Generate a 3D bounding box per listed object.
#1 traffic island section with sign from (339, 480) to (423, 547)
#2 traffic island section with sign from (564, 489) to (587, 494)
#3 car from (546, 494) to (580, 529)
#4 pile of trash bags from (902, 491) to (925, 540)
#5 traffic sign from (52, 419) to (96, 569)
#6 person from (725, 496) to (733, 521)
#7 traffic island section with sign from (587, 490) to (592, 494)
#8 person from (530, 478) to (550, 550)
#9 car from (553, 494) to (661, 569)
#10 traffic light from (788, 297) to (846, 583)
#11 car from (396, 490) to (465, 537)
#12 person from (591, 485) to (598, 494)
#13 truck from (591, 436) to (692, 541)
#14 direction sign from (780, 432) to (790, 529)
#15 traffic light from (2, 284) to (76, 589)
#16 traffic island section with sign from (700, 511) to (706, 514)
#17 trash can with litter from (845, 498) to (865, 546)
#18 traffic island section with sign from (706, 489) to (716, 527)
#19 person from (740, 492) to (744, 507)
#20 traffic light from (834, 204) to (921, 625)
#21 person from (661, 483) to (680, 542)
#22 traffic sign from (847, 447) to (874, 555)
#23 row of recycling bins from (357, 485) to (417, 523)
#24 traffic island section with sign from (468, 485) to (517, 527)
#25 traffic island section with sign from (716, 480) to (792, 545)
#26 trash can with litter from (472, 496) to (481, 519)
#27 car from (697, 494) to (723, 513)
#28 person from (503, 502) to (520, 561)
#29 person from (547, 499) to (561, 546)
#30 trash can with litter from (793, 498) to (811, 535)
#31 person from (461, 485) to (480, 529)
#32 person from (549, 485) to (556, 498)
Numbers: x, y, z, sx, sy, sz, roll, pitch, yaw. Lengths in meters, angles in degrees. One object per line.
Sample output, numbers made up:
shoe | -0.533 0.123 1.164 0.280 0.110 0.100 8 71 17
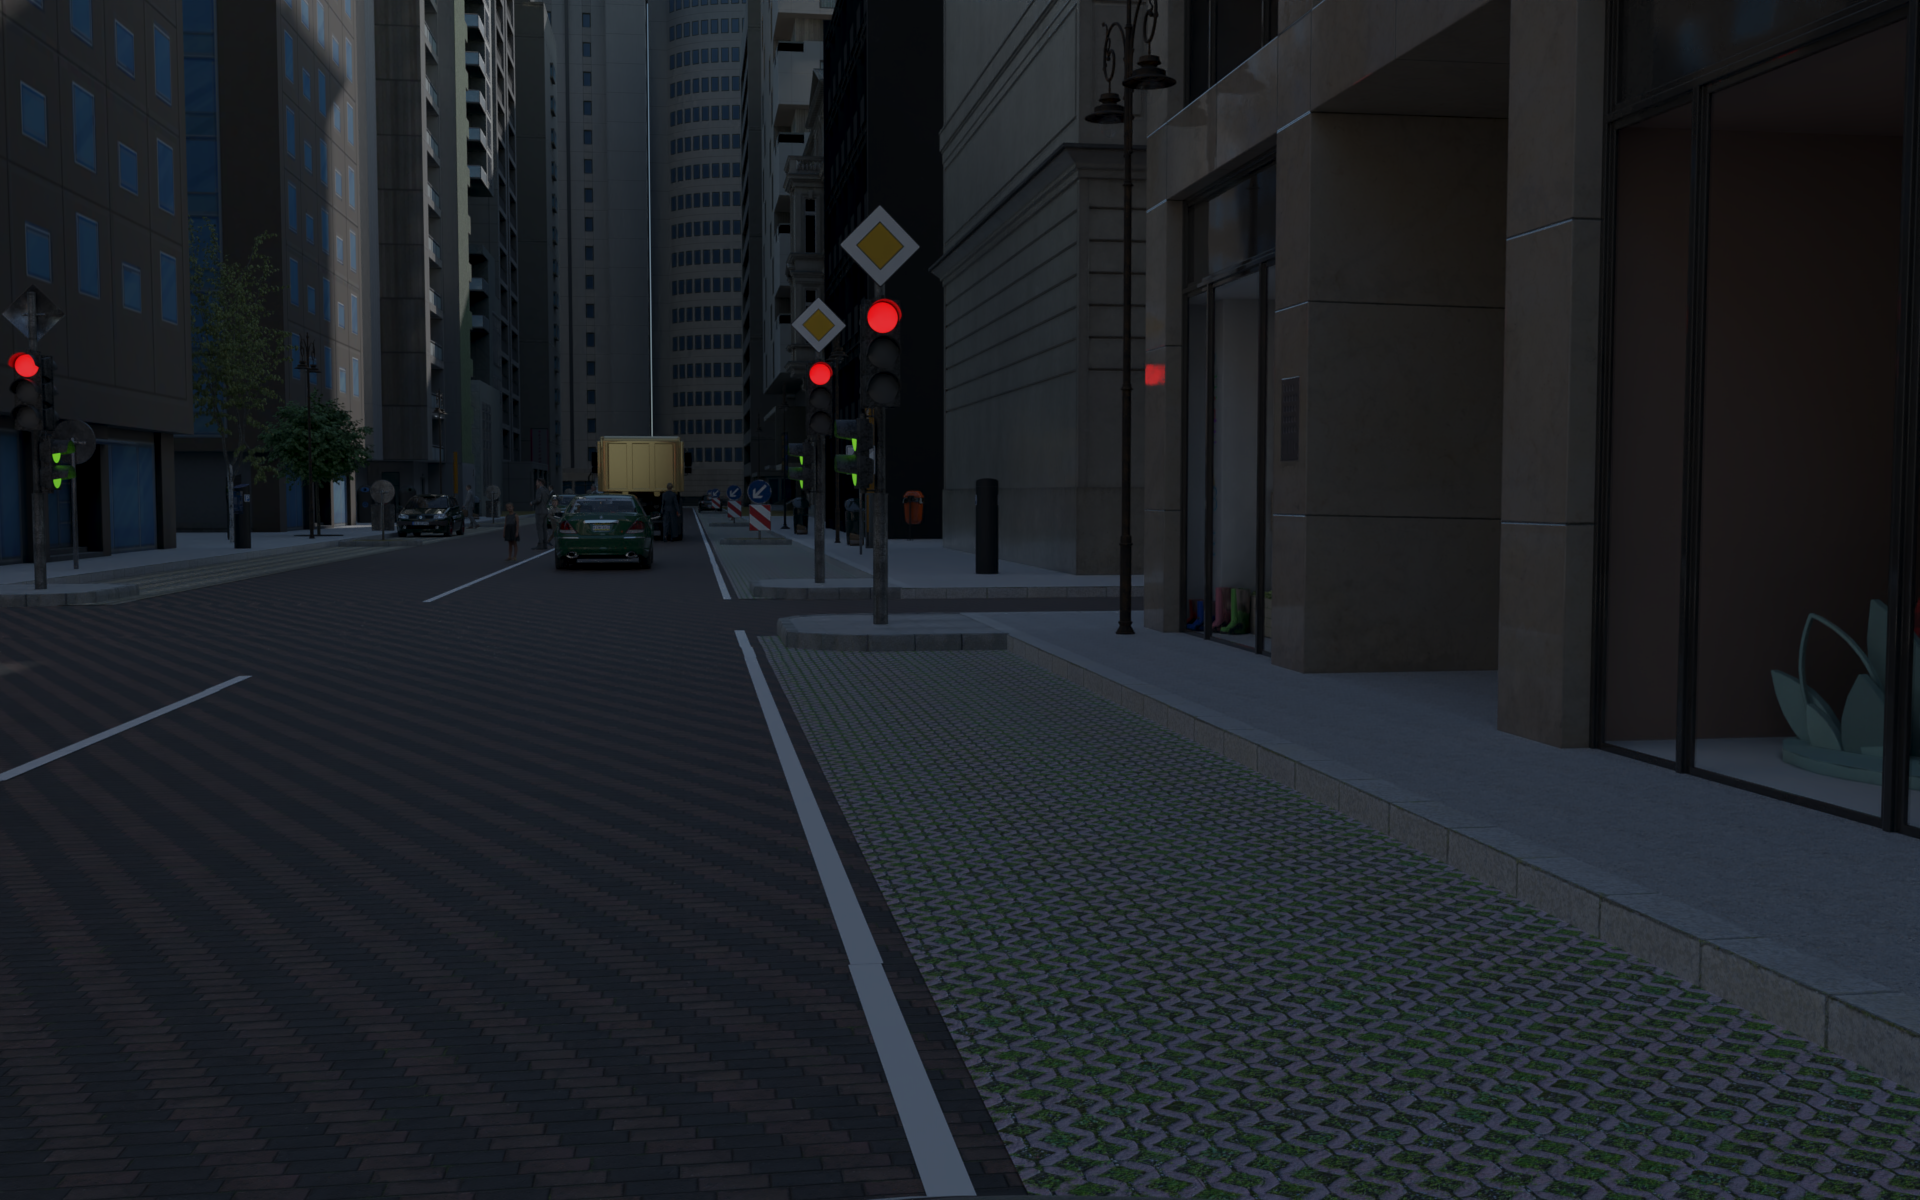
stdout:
traffic island section with sign | -15.922 -2.391 47.719 1.989 1.847 2.006 -1 4 -9
traffic island section with sign | -27.924 -7.053 123.940 1.989 1.847 2.006 -1 4 -9
car | -16.585 -3.753 73.159 2.131 1.459 4.920 -1 4 -10
pile of trash bags | 0.022 -2.316 47.623 3.447 1.369 1.912 1 4 20
traffic sign | -15.103 -1.799 29.517 0.768 2.556 0.104 0 4 0
person | -12.328 -5.133 92.990 0.524 1.755 0.480 -1 4 -20
traffic island section with sign | -32.122 -8.691 150.731 1.989 1.847 2.006 -1 4 -9
person | -10.904 -2.234 44.826 0.447 1.846 0.655 1 4 11
car | -7.041 -1.387 34.471 2.131 1.459 4.920 -1 4 -9
traffic light | -2.043 -2.199 24.870 0.839 4.253 0.868 -1 4 -9
car | -17.823 -2.972 58.383 2.009 1.686 4.222 0 4 -7
person | -14.396 -3.610 67.918 0.834 1.777 0.661 -2 4 -32
truck | -10.434 -3.722 56.781 3.469 3.379 9.791 -1 4 -10
direction sign | -6.417 -4.373 63.504 0.379 3.537 0.876 -1 4 -20
traffic light | -12.375 -2.099 23.235 0.839 4.253 0.868 -1 4 -9
traffic island section with sign | -17.933 -7.198 126.323 1.989 1.847 2.006 -1 4 -9
trash can with litter | -2.539 -1.942 43.144 0.624 1.170 1.055 -1 4 -9
traffic island section with sign | -10.092 -4.148 76.455 1.989 1.847 2.006 -1 4 -9
person | -22.195 -10.364 178.675 1.217 1.735 0.721 1 4 20
traffic light | -0.802 -1.716 16.981 0.839 4.253 0.868 -1 4 -9
person | -8.633 -2.612 51.630 0.576 1.772 0.534 0 4 -7
traffic sign | -2.097 -2.107 36.572 0.606 2.300 0.079 0 4 -4
row of recycling bins | -26.018 -4.281 77.108 3.534 1.692 1.069 -1 4 -13
traffic island section with sign | -20.237 -4.070 75.174 1.989 1.847 2.006 -1 4 -9
traffic island section with sign | -5.847 -2.492 49.365 1.989 1.847 2.006 -1 4 -9
trash can with litter | -24.523 -4.673 87.797 0.624 1.170 1.055 -1 4 -23
car | -18.871 -7.401 130.800 2.009 1.686 4.222 -1 4 -10
person | -9.579 -1.456 36.978 0.362 1.253 0.373 2 4 24
person | -11.118 -2.130 47.601 0.640 1.303 0.475 1 4 20
trash can with litter | -4.998 -2.677 55.164 0.624 1.170 1.055 -1 4 -11
person | -20.136 -3.822 71.104 0.853 1.813 0.709 0 4 -8
person | -19.283 -4.497 81.807 0.755 1.850 0.659 -1 4 -21
